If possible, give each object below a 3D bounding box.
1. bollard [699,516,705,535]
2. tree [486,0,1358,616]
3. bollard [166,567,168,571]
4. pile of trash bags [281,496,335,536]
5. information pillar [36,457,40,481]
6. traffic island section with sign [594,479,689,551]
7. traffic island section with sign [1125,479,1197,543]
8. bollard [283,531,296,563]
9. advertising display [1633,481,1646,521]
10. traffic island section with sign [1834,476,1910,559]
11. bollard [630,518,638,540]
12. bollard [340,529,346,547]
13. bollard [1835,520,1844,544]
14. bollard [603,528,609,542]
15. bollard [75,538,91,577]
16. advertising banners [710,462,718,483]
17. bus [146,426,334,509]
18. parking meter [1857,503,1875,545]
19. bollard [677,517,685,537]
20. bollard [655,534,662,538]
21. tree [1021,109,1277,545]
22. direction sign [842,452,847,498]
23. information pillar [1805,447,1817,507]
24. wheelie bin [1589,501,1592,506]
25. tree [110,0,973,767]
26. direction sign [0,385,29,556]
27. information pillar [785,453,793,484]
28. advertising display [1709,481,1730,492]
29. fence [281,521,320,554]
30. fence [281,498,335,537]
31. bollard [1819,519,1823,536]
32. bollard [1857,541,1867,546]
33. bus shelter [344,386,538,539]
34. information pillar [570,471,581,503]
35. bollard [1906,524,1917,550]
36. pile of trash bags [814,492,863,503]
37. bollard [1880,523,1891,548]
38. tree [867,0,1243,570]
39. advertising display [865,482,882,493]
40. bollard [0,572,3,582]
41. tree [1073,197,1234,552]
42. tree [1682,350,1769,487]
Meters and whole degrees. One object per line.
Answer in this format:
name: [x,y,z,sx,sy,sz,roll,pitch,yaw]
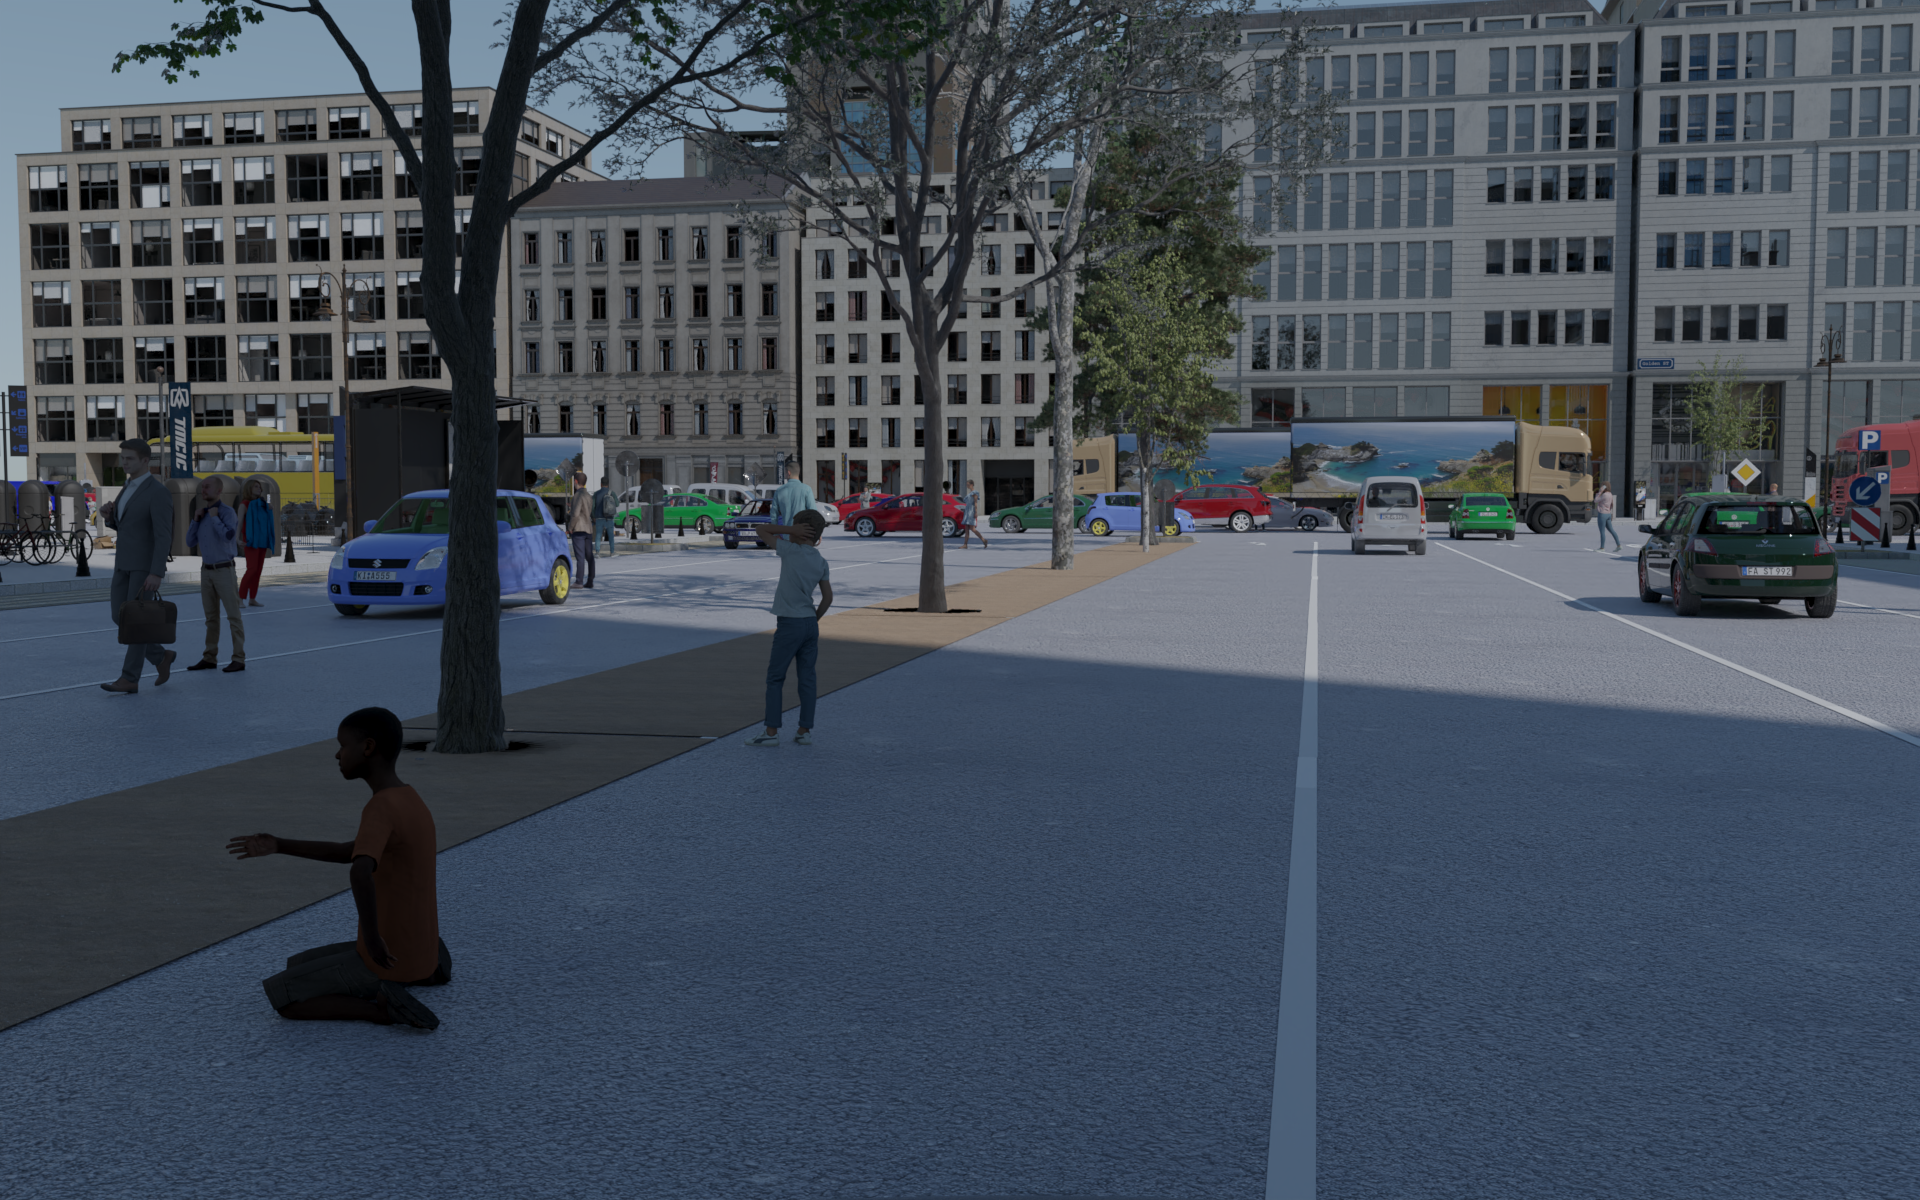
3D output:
bollard: [-8.056,-2.326,54.069,0.229,0.601,0.229,0,3,0]
tree: [-0.328,-6.575,20.326,12.009,13.543,11.850,0,3,0]
bollard: [-13.278,-0.777,28.746,0.229,0.601,0.229,0,3,0]
pile of trash bags: [-19.749,-2.687,53.688,3.447,1.369,1.912,-3,5,-40]
information pillar: [-58.531,-7.256,109.994,0.183,3.616,0.504,-1,4,-15]
traffic island section with sign: [-8.042,-2.177,44.226,1.989,1.847,2.006,1,4,12]
traffic island section with sign: [6.034,-2.661,51.638,2.006,1.907,1.989,1,4,12]
bollard: [-12.529,-0.998,32.358,0.229,0.601,0.229,0,3,0]
advertising display: [32.694,-4.777,83.314,0.974,1.923,0.123,-3,5,-40]
traffic island section with sign: [19.901,-1.844,38.772,1.989,1.847,2.006,1,4,12]
bollard: [-9.168,-1.994,48.647,0.229,0.601,0.229,0,3,0]
bollard: [-12.161,-1.108,34.163,0.229,0.601,0.229,0,3,0]
bollard: [22.852,-1.770,44.976,0.229,0.601,0.229,0,3,0]
bollard: [-9.540,-1.884,46.845,0.229,0.601,0.229,0,3,0]
bollard: [-13.649,-0.667,26.944,0.229,0.601,0.229,0,3,0]
advertising banners: [-14.069,-6.022,94.640,2.074,3.025,0.090,2,4,25]
bus: [-24.104,-4.374,63.067,12.252,3.916,2.896,1,4,11]
parking meter: [22.904,-2.163,43.772,0.372,1.533,0.369,0,3,0]
bollard: [-8.421,-2.216,52.265,0.229,0.601,0.229,0,3,0]
bollard: [-8.796,-2.105,50.464,0.229,0.601,0.229,0,3,0]
tree: [5.147,-7.545,47.870,6.751,12.117,7.091,0,3,0]
direction sign: [-6.317,-6.279,94.661,0.379,3.537,0.876,1,4,14]
information pillar: [42.245,-5.793,86.068,0.504,3.616,0.183,1,4,17]
wheelie bin: [31.839,-4.913,88.234,0.693,1.594,0.980,0,4,3]
tree: [-2.654,-4.952,9.171,9.928,11.665,9.643,0,3,0]
direction sign: [-19.849,-2.693,36.028,0.876,3.537,0.379,-1,4,-21]
information pillar: [-9.649,-6.509,97.781,0.504,3.616,0.183,1,4,16]
advertising display: [37.419,-4.902,85.362,0.974,1.923,0.123,1,4,13]
fence: [-14.843,-1.385,38.012,2.069,0.683,0.278,2,4,32]
fence: [-18.624,-2.296,48.735,2.264,1.192,0.480,-2,4,-25]
bollard: [23.226,-1.880,46.777,0.229,0.601,0.229,0,3,0]
bollard: [22.478,-1.659,43.163,0.229,0.601,0.229,0,3,0]
bus shelter: [-12.051,-3.025,40.740,1.731,3.624,6.357,1,4,12]
information pillar: [-12.325,-3.123,55.560,0.304,2.012,0.304,-2,4,-30]
bollard: [21.740,-1.438,39.558,0.229,0.601,0.229,0,3,0]
pile of trash bags: [-6.198,-4.835,88.803,3.447,1.369,1.912,2,4,26]
bollard: [22.107,-1.549,41.361,0.229,0.601,0.229,0,3,0]
tree: [0.920,-10.694,33.190,12.611,20.169,13.585,0,3,0]
advertising display: [-4.782,-5.539,95.769,0.974,1.923,0.123,1,4,16]
bollard: [-14.024,-0.556,25.132,0.229,0.601,0.229,0,3,0]
tree: [4.543,-5.448,41.894,4.737,8.622,4.395,0,3,0]
tree: [39.247,-8.505,89.415,4.737,8.622,4.395,0,3,0]
